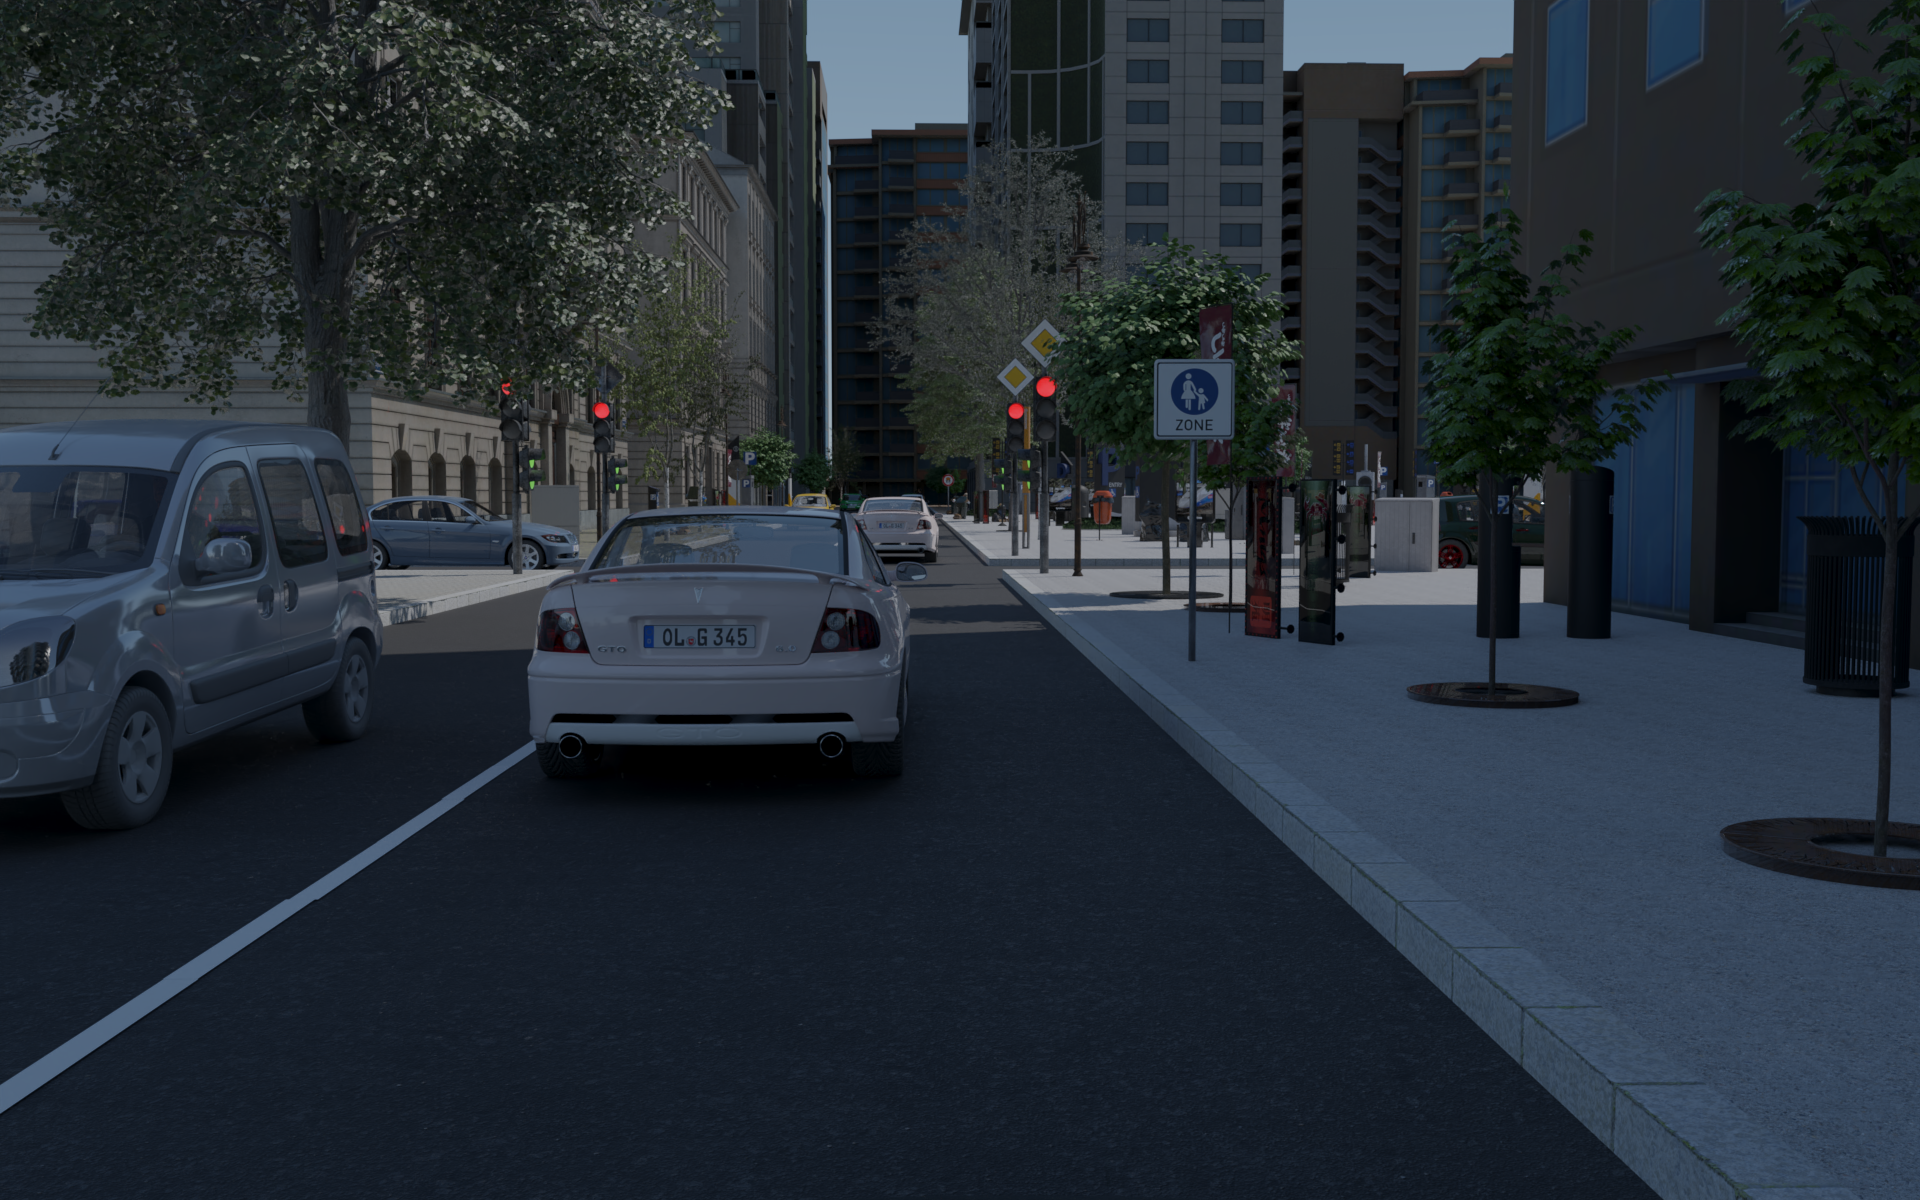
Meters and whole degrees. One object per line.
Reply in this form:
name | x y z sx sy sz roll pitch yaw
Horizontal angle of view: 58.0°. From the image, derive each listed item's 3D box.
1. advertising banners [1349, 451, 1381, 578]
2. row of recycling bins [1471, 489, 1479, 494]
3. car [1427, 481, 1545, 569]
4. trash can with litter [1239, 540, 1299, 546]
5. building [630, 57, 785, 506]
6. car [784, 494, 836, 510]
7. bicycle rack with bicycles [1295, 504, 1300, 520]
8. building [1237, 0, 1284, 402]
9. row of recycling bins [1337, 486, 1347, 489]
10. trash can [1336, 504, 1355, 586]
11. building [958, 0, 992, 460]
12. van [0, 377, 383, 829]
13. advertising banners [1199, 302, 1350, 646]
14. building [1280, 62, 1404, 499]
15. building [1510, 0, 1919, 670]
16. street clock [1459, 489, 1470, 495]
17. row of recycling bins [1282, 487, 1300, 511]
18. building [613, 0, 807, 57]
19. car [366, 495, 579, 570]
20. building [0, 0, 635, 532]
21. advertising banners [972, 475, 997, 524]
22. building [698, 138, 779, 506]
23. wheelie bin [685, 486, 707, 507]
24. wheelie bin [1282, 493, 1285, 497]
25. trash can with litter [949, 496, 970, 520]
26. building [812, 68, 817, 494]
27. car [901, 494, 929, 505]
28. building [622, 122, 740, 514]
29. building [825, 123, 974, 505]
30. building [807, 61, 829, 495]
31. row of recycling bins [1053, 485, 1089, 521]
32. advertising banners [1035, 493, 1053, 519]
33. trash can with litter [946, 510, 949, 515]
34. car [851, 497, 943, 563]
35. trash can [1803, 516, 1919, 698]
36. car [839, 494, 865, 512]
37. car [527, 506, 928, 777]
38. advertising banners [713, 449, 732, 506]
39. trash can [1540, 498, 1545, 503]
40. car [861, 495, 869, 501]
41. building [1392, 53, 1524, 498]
advertising banners | 5.636 -1.886 27.019 0.090 3.025 2.074 -3 5 -40
row of recycling bins | 26.983 -4.936 87.820 1.069 1.692 3.534 -1 4 -9
car | 9.995 -1.313 31.252 4.222 1.686 2.009 0 3 0
trash can with litter | 8.172 -1.999 43.741 1.678 1.210 2.233 -1 4 -15
building | -19.598 -21.197 118.278 14.160 30.474 14.107 0 4 -2
car | -5.900 -3.575 68.669 2.015 1.641 3.980 0 4 0
bicycle rack with bicycles | 18.274 -4.548 87.737 2.925 0.926 2.852 -2 4 -27
building | 11.213 -42.053 125.817 20.563 71.187 20.611 0 4 -2
row of recycling bins | 20.364 -5.158 91.439 1.069 1.692 3.534 -2 4 -35
trash can | 5.113 -0.761 24.094 0.748 1.137 0.748 0 3 0
building | 14.565 -35.586 171.067 28.713 52.752 27.495 0 4 -2
van | -4.324 -0.104 8.712 2.013 2.044 4.112 0 4 0
advertising banners | 2.725 -1.176 15.418 0.090 3.025 2.074 -2 4 -27
building | 36.111 -32.262 177.600 14.200 45.320 14.600 0 4 -2
building | 13.648 -22.174 12.660 14.600 45.320 14.200 0 4 -2
street clock | 17.107 -3.314 58.749 0.471 2.002 0.358 1 4 22
row of recycling bins | 18.822 -5.840 102.595 3.534 1.692 1.069 0 4 -4
building | -19.003 -27.428 132.041 14.154 41.232 14.086 0 4 -2
car | -9.209 -1.190 31.463 4.499 1.417 2.014 0 4 -1
building | -18.339 -14.352 53.733 14.460 24.649 34.723 0 4 -2
advertising banners | 1.102 -4.796 74.595 0.090 3.025 2.074 -2 4 -31
building | -15.992 -15.349 100.111 9.793 20.994 18.267 0 4 -2
wheelie bin | -10.905 -3.902 71.698 0.980 1.594 0.693 1 4 12
wheelie bin | 18.558 -5.705 101.187 0.693 1.594 0.980 -1 4 -18
trash can with litter | 0.043 -4.661 87.592 0.624 1.170 1.055 1 4 22
building | -20.766 -29.210 161.175 14.154 41.232 14.086 0 4 -2
car | -2.851 -5.593 103.451 2.014 1.417 4.499 0 4 0
building | -16.541 -13.259 81.406 10.561 19.102 19.286 0 4 -2
building | -2.796 -33.806 207.345 28.867 44.769 22.147 0 4 -2
building | -20.891 -32.207 176.689 14.200 45.320 14.600 0 4 -2
row of recycling bins | 5.255 -4.564 81.742 1.069 1.692 3.534 -1 4 -14
advertising banners | 4.050 -5.627 88.193 2.074 3.025 0.090 3 5 43
trash can with litter | -0.506 -5.871 107.370 0.624 1.170 1.055 -3 5 -40
car | -1.405 -1.545 37.629 2.083 1.381 4.827 0 4 0
trash can | 5.754 0.034 11.097 0.748 1.137 0.748 0 3 0
car | -8.031 -7.352 129.008 1.959 1.807 4.718 0 4 -2
car | -1.230 0.134 10.163 2.083 1.381 4.827 0 4 -1
advertising banners | -9.131 -4.319 66.804 0.090 3.025 2.074 1 4 12
trash can | 34.565 -5.618 103.512 0.748 1.137 0.748 0 3 0
car | -8.962 -8.783 156.182 1.945 1.354 3.894 0 4 -1
building | 57.718 -31.842 175.240 28.867 44.769 22.147 0 4 -2
